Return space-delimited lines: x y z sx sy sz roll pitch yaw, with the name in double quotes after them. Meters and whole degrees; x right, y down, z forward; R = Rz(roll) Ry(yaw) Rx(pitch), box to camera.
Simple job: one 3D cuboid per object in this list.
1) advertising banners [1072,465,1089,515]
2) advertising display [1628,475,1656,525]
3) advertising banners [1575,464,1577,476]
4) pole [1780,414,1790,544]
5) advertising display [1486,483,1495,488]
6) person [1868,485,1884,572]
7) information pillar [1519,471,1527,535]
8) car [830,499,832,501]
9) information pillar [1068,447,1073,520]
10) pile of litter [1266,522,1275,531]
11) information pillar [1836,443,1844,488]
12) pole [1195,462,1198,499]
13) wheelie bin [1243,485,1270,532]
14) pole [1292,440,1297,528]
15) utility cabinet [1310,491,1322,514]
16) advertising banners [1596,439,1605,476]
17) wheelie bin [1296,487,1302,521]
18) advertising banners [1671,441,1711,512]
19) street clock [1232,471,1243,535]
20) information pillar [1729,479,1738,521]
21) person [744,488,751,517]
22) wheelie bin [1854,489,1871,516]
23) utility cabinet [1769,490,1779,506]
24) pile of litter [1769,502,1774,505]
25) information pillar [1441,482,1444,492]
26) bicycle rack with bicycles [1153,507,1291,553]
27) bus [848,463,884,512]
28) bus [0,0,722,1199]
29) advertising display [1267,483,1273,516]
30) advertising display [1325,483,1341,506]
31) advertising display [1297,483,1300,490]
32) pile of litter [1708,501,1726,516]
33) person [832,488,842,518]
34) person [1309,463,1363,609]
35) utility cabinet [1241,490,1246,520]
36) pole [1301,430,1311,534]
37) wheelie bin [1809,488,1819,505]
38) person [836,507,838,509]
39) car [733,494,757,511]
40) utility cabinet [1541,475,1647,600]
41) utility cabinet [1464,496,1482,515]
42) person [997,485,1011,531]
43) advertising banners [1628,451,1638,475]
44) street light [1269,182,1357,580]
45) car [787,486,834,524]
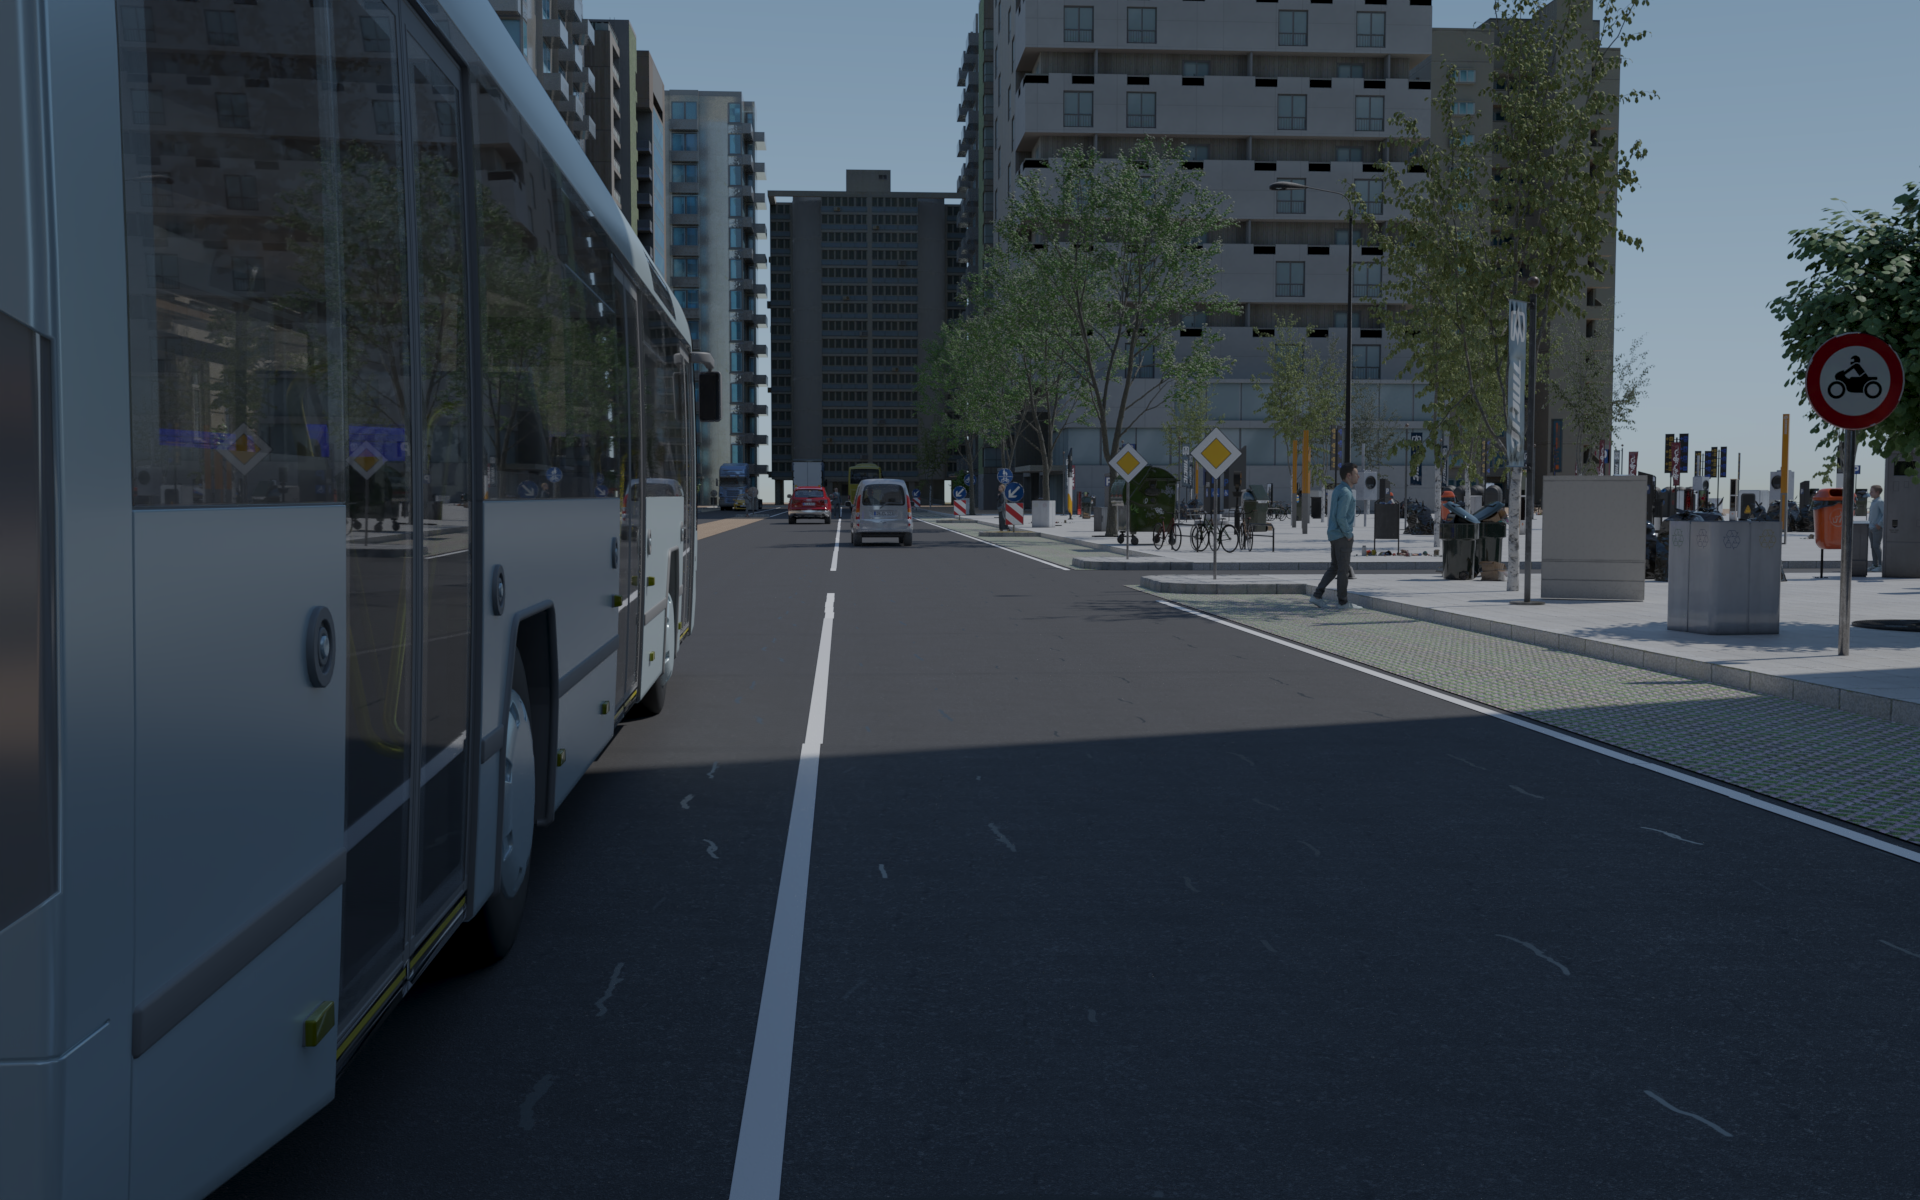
7.238 -6.653 104.969 0.090 3.025 2.074 3 4 37 "advertising banners"
23.375 -3.320 59.491 0.974 1.923 0.123 1 4 21 "advertising display"
31.850 -5.692 89.251 0.090 3.025 2.074 1 4 12 "advertising banners"
20.986 -3.072 44.074 0.158 3.312 0.155 0 3 0 "pole"
29.720 -5.631 97.276 0.974 1.923 0.123 -3 5 -44 "advertising display"
16.973 -1.333 32.098 0.330 1.601 0.589 1 4 14 "person"
17.582 -3.056 54.456 0.304 2.012 0.304 -2 4 -35 "information pillar"
-10.167 -6.846 123.735 2.131 1.459 4.920 0 4 -5 "car"
5.513 -5.832 86.706 0.183 3.616 0.504 1 4 20 "information pillar"
10.592 -2.875 60.978 1.719 0.858 1.176 -3 5 -44 "pile of litter"
35.673 -4.808 69.959 0.504 3.616 0.183 1 4 9 "information pillar"
14.796 -6.998 108.255 0.158 3.312 0.155 0 3 0 "pole"
10.001 -3.107 58.711 0.980 1.594 0.693 -3 4 -36 "wheelie bin"
12.739 -4.410 65.954 0.158 3.312 0.155 0 3 0 "pole"
22.055 -6.060 107.752 0.318 1.500 1.173 -2 4 -26 "utility cabinet"
20.519 -3.583 54.766 0.090 3.025 2.074 0 4 4 "advertising banners"
16.197 -4.567 82.578 0.693 1.594 0.980 0 4 8 "wheelie bin"
24.071 -3.728 57.143 0.090 3.025 2.074 -1 4 -12 "advertising banners"
8.725 -3.053 54.488 0.358 2.002 0.471 1 4 13 "street clock"
37.199 -4.818 83.272 0.304 2.012 0.304 3 4 38 "information pillar"
-12.900 -5.921 105.589 0.573 1.790 0.520 -3 5 -43 "person"
52.235 -5.654 100.344 0.980 1.594 0.693 1 4 21 "wheelie bin"
48.801 -5.861 104.502 0.318 1.500 1.173 -2 4 -29 "utility cabinet"
45.651 -5.057 96.643 1.176 0.858 1.719 1 4 13 "pile of litter"
28.780 -6.030 103.074 0.304 2.012 0.304 2 4 32 "information pillar"
5.807 -1.558 38.855 2.852 0.926 2.925 -1 4 -10 "bicycle rack with bicycles"
-7.508 -8.999 138.680 2.896 3.916 12.252 0 4 -2 "bus"
-2.884 -0.825 8.341 2.948 3.499 13.247 0 4 -5 "bus"
18.293 -5.934 102.242 0.123 1.923 0.974 0 4 -4 "advertising display"
22.352 -6.014 103.549 0.974 1.923 0.123 1 4 18 "advertising display"
18.904 -5.611 96.957 0.123 1.923 0.974 1 4 16 "advertising display"
44.890 -5.449 103.058 1.176 0.858 1.719 0 4 6 "pile of litter"
-7.413 -5.867 104.601 0.661 1.801 0.590 -2 4 -28 "person"
4.688 -0.798 21.568 0.620 1.820 0.660 0 4 -4 "person"
14.234 -4.663 84.926 0.318 1.500 1.173 -2 4 -26 "utility cabinet"
11.067 -3.771 55.500 0.158 3.312 0.155 0 3 0 "pole"
46.771 -5.314 94.789 0.980 1.594 0.693 -1 4 -18 "wheelie bin"
-12.110 -9.747 168.394 0.750 1.759 0.617 3 5 43 "person"
-17.985 -8.257 145.219 2.015 1.641 3.980 0 4 -2 "car"
7.659 -0.749 20.932 1.173 1.500 0.318 1 4 22 "utility cabinet"
19.394 -3.326 65.540 0.306 1.237 1.020 0 4 -6 "utility cabinet"
1.568 -3.286 62.647 0.534 1.772 0.576 -1 4 -13 "person"
27.233 -4.614 71.630 0.090 3.025 2.074 -2 4 -24 "advertising banners"
5.294 -3.268 25.965 1.470 5.913 1.316 0 4 -4 "street light"
-7.278 -4.613 84.089 2.281 1.827 5.304 0 4 -4 "car"
